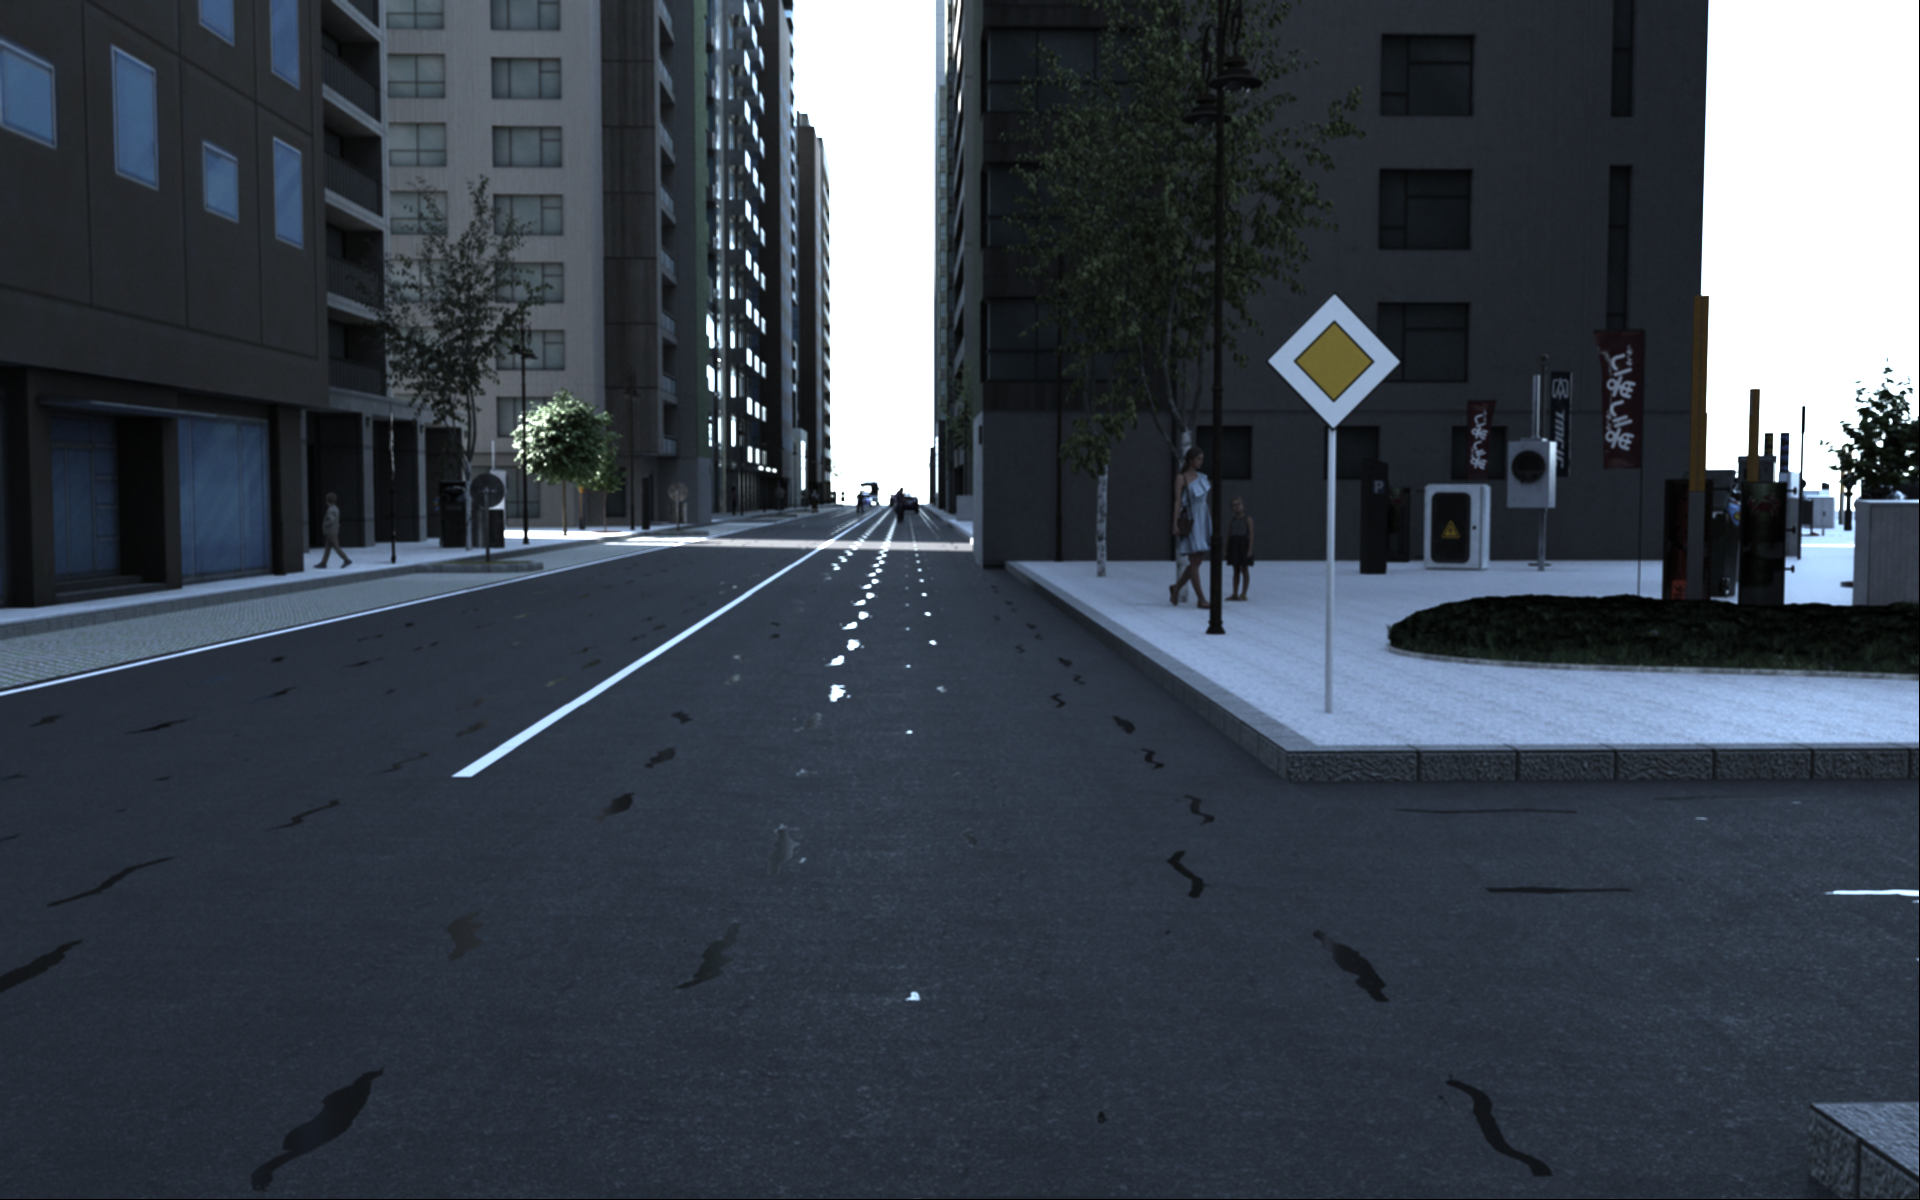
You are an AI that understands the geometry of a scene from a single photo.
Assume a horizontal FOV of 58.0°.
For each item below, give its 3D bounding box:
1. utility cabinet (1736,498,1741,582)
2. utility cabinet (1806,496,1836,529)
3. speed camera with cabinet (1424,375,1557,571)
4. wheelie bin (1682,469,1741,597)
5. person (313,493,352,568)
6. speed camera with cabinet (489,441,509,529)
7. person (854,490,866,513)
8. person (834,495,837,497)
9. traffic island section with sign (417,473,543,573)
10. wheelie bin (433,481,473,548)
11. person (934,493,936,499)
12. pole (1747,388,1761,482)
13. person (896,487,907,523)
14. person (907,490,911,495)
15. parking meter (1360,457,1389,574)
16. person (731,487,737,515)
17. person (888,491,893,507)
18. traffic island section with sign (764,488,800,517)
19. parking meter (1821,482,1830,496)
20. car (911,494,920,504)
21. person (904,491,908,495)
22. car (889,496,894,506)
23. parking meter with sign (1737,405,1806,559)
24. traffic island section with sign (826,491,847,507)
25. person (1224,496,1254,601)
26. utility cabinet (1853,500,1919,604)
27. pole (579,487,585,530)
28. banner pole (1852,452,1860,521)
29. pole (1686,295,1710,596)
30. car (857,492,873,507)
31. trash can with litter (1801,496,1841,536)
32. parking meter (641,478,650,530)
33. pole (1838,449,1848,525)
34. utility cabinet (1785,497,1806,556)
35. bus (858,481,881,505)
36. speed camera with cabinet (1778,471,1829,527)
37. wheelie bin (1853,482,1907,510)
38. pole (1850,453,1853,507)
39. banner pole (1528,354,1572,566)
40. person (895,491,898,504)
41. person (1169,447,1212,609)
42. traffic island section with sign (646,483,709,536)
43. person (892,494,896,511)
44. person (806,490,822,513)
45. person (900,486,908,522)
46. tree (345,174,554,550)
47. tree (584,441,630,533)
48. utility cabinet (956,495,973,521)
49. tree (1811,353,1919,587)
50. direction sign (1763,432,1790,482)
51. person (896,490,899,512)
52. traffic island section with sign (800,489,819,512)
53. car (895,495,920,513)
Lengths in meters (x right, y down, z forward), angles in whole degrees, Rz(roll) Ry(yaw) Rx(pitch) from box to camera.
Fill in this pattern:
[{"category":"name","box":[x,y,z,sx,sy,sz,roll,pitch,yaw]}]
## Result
[{"category":"utility cabinet","box":[11.393,-0.892,25.746,0.306,1.237,1.020,-1,4,-19]},{"category":"utility cabinet","box":[32.048,-3.264,64.536,1.020,1.237,0.306,3,5,43]},{"category":"speed camera with cabinet","box":[8.880,-2.122,29.038,2.038,3.252,0.660,2,4,30]},{"category":"wheelie bin","box":[9.447,-0.857,21.919,0.980,1.594,0.693,3,5,44]},{"category":"person","box":[-10.824,-1.196,29.867,0.640,1.303,0.475,-1,4,-21]},{"category":"speed camera with cabinet","box":[-16.957,-4.238,63.632,0.660,3.252,2.038,-1,4,-12]},{"category":"person","box":[-7.510,-7.420,130.375,0.990,1.755,0.434,2,4,23]},{"category":"person","box":[-16.836,-13.775,234.494,0.421,1.427,0.697,0,4,-2]},{"category":"traffic island section with sign","box":[-8.846,-1.439,32.160,1.989,1.847,2.006,0,4,-2]},{"category":"wheelie bin","box":[-12.168,-2.068,41.713,0.980,1.594,0.693,-1,4,-18]},{"category":"person","box":[-2.293,-9.852,170.349,0.421,1.427,0.697,-1,4,-21]},{"category":"pole","box":[15.290,-2.420,33.407,0.158,3.312,0.155,0,3,0]},{"category":"person","box":[-2.926,-4.770,86.938,0.568,1.767,0.683,0,4,-8]},{"category":"person","box":[-5.333,-10.313,176.978,0.709,1.838,0.599,3,5,44]},{"category":"parking meter","box":[6.660,-1.352,27.820,0.399,1.863,0.255,-1,4,-20]},{"category":"person","box":[-13.650,-6.025,105.228,0.721,1.739,1.217,0,4,-3]},{"category":"person","box":[-7.787,-11.389,195.436,1.217,1.743,0.721,2,4,28]},{"category":"traffic island section with sign","box":[-11.262,-6.127,108.804,1.989,1.847,2.006,0,4,-2]},{"category":"parking meter","box":[41.421,-4.722,82.910,0.255,1.863,0.399,-1,4,-10]},{"category":"car","box":[-5.945,-12.272,212.654,2.014,1.417,4.499,0,4,-2]},{"category":"person","box":[-5.107,-9.218,159.940,1.217,1.736,0.721,2,4,27]},{"category":"car","box":[-7.557,-11.945,207.655,2.083,1.381,4.827,0,4,0]},{"category":"parking meter with sign","box":[15.746,-2.327,34.307,1.738,3.016,0.543,2,4,24]},{"category":"traffic island section with sign","box":[-13.890,-11.229,192.215,1.989,1.847,2.006,0,4,-2]},{"category":"person","box":[3.343,-0.614,20.744,0.362,1.253,0.373,3,5,44]},{"category":"utility cabinet","box":[10.313,-0.473,18.897,1.020,1.237,0.306,0,4,-6]},{"category":"pole","box":[-13.644,-4.197,62.463,0.158,3.312,0.155,0,3,0]},{"category":"banner pole","box":[43.619,-5.760,84.186,0.401,3.779,0.863,3,4,38]},{"category":"pole","box":[7.613,-1.470,17.877,0.158,3.312,0.155,0,3,0]},{"category":"car","box":[-10.951,-11.526,198.039,1.945,1.707,3.694,0,4,-2]},{"category":"trash can with litter","box":[25.959,-2.602,53.596,1.678,1.210,2.233,-1,4,-17]},{"category":"parking meter","box":[-11.288,-3.453,62.171,0.255,1.863,0.399,-1,4,-15]},{"category":"pole","box":[36.750,-4.788,72.126,0.158,3.312,0.155,0,3,0]},{"category":"utility cabinet","box":[17.195,-1.534,36.249,0.306,1.237,1.020,0,4,-4]},{"category":"bus","box":[-12.201,-14.760,236.191,2.948,3.499,13.247,0,4,-1]},{"category":"speed camera with cabinet","box":[32.887,-4.477,67.530,0.660,3.252,2.038,-1,4,-21]},{"category":"wheelie bin","box":[18.821,-1.686,35.475,0.980,1.594,0.693,2,4,29]},{"category":"pole","box":[37.549,-4.850,73.136,0.158,3.312,0.155,0,3,0]},{"category":"banner pole","box":[10.623,-2.511,31.071,0.863,3.779,0.401,-1,4,-22]},{"category":"person","box":[-5.552,-8.839,153.687,0.551,1.740,0.621,-1,4,-10]},{"category":"person","box":[2.574,-0.817,19.492,0.616,1.811,0.778,-2,4,-34]},{"category":"traffic island section with sign","box":[-9.697,-3.119,59.616,1.989,1.847,2.006,0,4,-2]},{"category":"person","box":[-5.678,-8.272,146.969,0.599,1.433,0.991,-1,4,-12]},{"category":"person","box":[-10.777,-7.271,128.103,1.217,1.736,0.721,-2,4,-24]},{"category":"person","box":[-2.996,-5.007,90.328,0.705,1.831,1.348,1,4,13]},{"category":"tree","box":[-11.406,-5.430,39.144,4.360,8.622,3.978,0,3,0]},{"category":"tree","box":[-11.594,-3.821,57.073,1.663,3.219,1.824,0,3,0]},{"category":"utility cabinet","box":[0.347,-4.324,81.861,1.020,1.237,0.306,1,4,22]},{"category":"tree","box":[12.625,-1.791,23.885,1.663,3.219,1.824,0,3,0]},{"category":"direction sign","box":[29.793,-4.358,63.257,0.876,3.537,0.379,2,4,23]},{"category":"person","box":[-3.911,-6.249,111.615,0.436,1.711,0.756,0,4,7]},{"category":"traffic island section with sign","box":[-12.141,-7.822,136.514,1.989,1.847,2.006,0,4,-2]},{"category":"car","box":[-3.958,-7.197,130.245,1.945,1.354,3.894,0,4,0]}]
